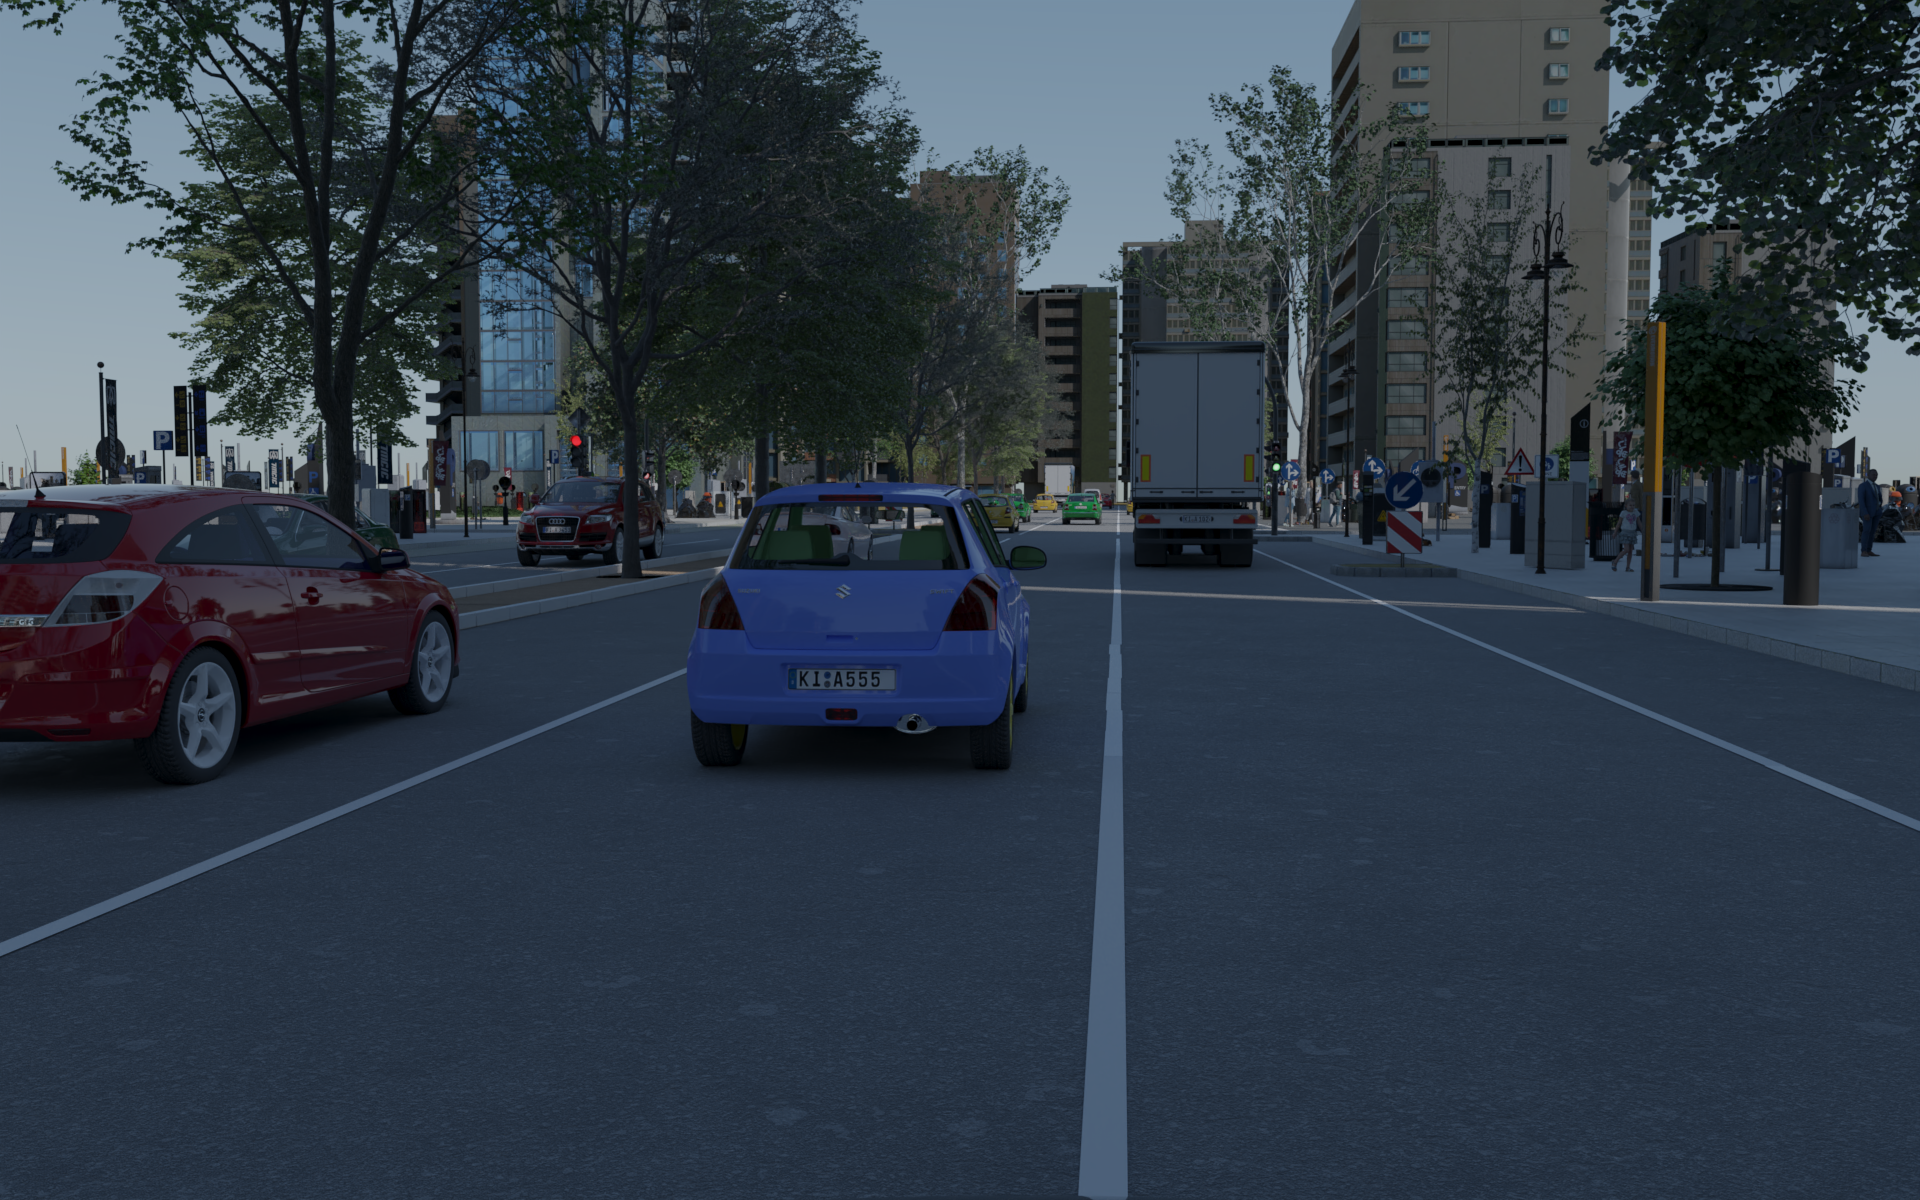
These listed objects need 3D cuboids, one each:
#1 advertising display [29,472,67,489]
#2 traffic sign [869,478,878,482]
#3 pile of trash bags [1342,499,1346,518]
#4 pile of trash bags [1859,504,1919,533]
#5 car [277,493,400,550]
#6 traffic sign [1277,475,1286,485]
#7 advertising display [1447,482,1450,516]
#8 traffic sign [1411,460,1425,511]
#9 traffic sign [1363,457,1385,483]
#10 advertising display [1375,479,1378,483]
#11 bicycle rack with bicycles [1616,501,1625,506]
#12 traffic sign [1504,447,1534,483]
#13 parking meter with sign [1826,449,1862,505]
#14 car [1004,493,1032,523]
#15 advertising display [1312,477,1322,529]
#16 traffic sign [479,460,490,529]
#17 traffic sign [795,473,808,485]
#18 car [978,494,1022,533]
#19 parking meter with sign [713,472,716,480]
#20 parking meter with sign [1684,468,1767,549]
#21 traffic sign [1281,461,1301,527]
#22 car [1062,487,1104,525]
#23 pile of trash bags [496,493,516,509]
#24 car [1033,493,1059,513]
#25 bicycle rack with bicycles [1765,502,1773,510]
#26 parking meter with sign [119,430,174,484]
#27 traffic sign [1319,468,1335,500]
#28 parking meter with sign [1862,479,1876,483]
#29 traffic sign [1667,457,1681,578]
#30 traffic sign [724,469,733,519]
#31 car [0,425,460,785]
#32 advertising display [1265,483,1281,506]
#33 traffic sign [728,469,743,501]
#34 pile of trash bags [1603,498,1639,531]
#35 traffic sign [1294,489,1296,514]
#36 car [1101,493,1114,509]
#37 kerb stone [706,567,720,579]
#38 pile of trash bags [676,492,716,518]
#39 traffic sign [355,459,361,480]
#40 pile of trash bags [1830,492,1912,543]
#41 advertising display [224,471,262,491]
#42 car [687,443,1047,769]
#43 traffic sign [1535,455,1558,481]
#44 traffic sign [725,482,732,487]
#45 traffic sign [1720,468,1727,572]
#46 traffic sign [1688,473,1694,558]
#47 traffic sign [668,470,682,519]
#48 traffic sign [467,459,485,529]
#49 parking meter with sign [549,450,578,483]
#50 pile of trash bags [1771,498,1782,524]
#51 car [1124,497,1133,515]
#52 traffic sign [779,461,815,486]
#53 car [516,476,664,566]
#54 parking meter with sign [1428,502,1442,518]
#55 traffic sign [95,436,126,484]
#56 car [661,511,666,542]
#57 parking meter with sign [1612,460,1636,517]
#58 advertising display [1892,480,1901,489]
[{"bbox_3d":[-26.075,-2.712,49.558,0.974,1.923,0.123,0,4,-5],"label":"advertising display"},{"bbox_3d":[-6.780,-8.238,134.791,0.768,2.556,0.104,1,4,9],"label":"traffic sign"},{"bbox_3d":[19.231,-4.458,82.645,3.447,1.369,1.912,0,4,-7],"label":"pile of trash bags"},{"bbox_3d":[33.771,-3.190,61.910,1.912,1.369,3.447,1,4,13],"label":"pile of trash bags"},{"bbox_3d":[-8.423,-0.563,21.003,2.131,1.459,4.920,0,4,5],"label":"car"},{"bbox_3d":[21.781,-7.188,117.623,0.768,2.556,0.104,0,4,6],"label":"traffic sign"},{"bbox_3d":[25.549,-5.248,91.013,0.123,1.923,0.974,0,4,0],"label":"advertising display"},{"bbox_3d":[17.360,-3.987,65.301,0.768,2.556,0.104,0,4,7],"label":"traffic sign"},{"bbox_3d":[14.412,-3.685,60.360,0.768,2.556,0.104,0,4,7],"label":"traffic sign"},{"bbox_3d":[15.093,-3.547,63.213,0.123,1.923,0.974,2,4,26],"label":"advertising display"},{"bbox_3d":[33.370,-4.370,84.834,2.852,0.926,2.925,-1,4,-14],"label":"bicycle rack with bicycles"},{"bbox_3d":[15.612,-2.955,48.324,0.884,2.594,0.081,0,4,6],"label":"traffic sign"},{"bbox_3d":[34.357,-4.357,67.490,1.738,3.016,0.543,-3,5,-41],"label":"parking meter with sign"},{"bbox_3d":[2.614,-4.813,87.487,1.959,1.807,4.718,0,4,6],"label":"car"},{"bbox_3d":[13.261,-3.615,64.323,0.123,1.923,0.974,2,4,25],"label":"advertising display"},{"bbox_3d":[-17.750,-3.914,64.097,0.768,2.556,0.104,0,4,6],"label":"traffic sign"},{"bbox_3d":[-9.516,-6.345,103.854,0.768,2.556,0.104,1,4,13],"label":"traffic sign"},{"bbox_3d":[1.284,-3.321,64.515,2.015,1.641,3.980,0,4,6],"label":"car"},{"bbox_3d":[-16.194,-7.338,116.239,0.543,3.016,1.738,1,4,16],"label":"parking meter with sign"},{"bbox_3d":[18.065,-2.733,40.941,1.738,3.016,0.543,3,5,45],"label":"parking meter with sign"},{"bbox_3d":[12.860,-4.115,67.388,0.768,2.556,0.104,1,4,11],"label":"traffic sign"},{"bbox_3d":[5.794,-4.473,81.936,1.959,1.807,4.718,0,4,6],"label":"car"},{"bbox_3d":[-35.460,-7.866,138.354,3.447,1.369,1.912,1,4,11],"label":"pile of trash bags"},{"bbox_3d":[6.508,-7.446,131.962,2.015,1.641,3.980,0,4,6],"label":"car"},{"bbox_3d":[37.571,-4.023,79.157,2.925,0.926,2.852,-1,4,-15],"label":"bicycle rack with bicycles"},{"bbox_3d":[-21.896,-3.081,46.636,0.543,3.016,1.738,0,4,7],"label":"parking meter with sign"},{"bbox_3d":[18.241,-5.260,86.111,0.768,2.556,0.104,1,4,10],"label":"traffic sign"},{"bbox_3d":[40.376,-5.015,78.250,1.738,3.016,0.543,-1,4,-21],"label":"parking meter with sign"},{"bbox_3d":[11.001,-1.616,26.536,0.768,2.556,0.104,0,4,7],"label":"traffic sign"},{"bbox_3d":[-11.763,-5.426,88.827,0.768,2.556,0.104,1,4,15],"label":"traffic sign"},{"bbox_3d":[-4.443,-0.065,10.097,2.155,1.783,4.494,0,4,6],"label":"car"},{"bbox_3d":[18.120,-5.821,100.384,0.974,1.923,0.123,-1,4,-14],"label":"advertising display"},{"bbox_3d":[-11.372,-5.357,87.693,0.768,2.556,0.104,1,4,14],"label":"traffic sign"},{"bbox_3d":[23.606,-3.113,60.650,3.447,1.369,1.912,2,4,34],"label":"pile of trash bags"},{"bbox_3d":[21.158,-6.685,109.402,0.768,2.556,0.104,1,4,11],"label":"traffic sign"},{"bbox_3d":[13.761,-9.679,167.286,2.155,1.783,4.494,0,4,4],"label":"car"},{"bbox_3d":[-4.288,-0.440,29.395,0.120,0.150,1.000,0,4,5],"label":"kerb stone"},{"bbox_3d":[-14.007,-5.099,93.125,1.912,1.369,3.447,1,4,8],"label":"pile of trash bags"},{"bbox_3d":[-17.833,-2.978,50.813,0.606,2.300,0.079,1,4,14],"label":"traffic sign"},{"bbox_3d":[24.579,-2.271,46.883,1.912,1.369,3.447,2,4,29],"label":"pile of trash bags"},{"bbox_3d":[-20.037,-2.644,48.435,0.974,1.923,0.123,-2,4,-28],"label":"advertising display"},{"bbox_3d":[-0.459,-0.047,10.361,1.945,1.707,3.694,0,4,4],"label":"car"},{"bbox_3d":[15.213,-2.621,44.986,0.606,2.300,0.079,1,4,9],"label":"traffic sign"},{"bbox_3d":[-13.235,-5.982,99.936,0.606,2.300,0.079,0,4,6],"label":"traffic sign"},{"bbox_3d":[12.525,-1.730,28.391,0.768,2.556,0.104,1,4,14],"label":"traffic sign"},{"bbox_3d":[14.587,-2.106,34.542,0.768,2.556,0.104,1,4,10],"label":"traffic sign"},{"bbox_3d":[-14.919,-5.537,90.635,0.768,2.556,0.104,0,4,7],"label":"traffic sign"},{"bbox_3d":[-17.655,-3.853,63.110,0.768,2.556,0.104,1,4,15],"label":"traffic sign"},{"bbox_3d":[-15.210,-4.383,67.918,1.738,3.016,0.543,1,4,22],"label":"parking meter with sign"},{"bbox_3d":[35.997,-3.942,74.205,1.912,1.369,3.447,0,4,4],"label":"pile of trash bags"},{"bbox_3d":[12.237,-6.615,118.374,2.015,1.641,3.980,0,4,5],"label":"car"},{"bbox_3d":[-9.980,-6.862,106.067,2.265,3.308,0.079,1,4,13],"label":"traffic sign"},{"bbox_3d":[-7.629,-1.678,36.108,2.281,1.827,5.304,0,4,4],"label":"car"},{"bbox_3d":[25.470,-5.927,93.172,0.543,3.016,1.738,-2,4,-34],"label":"parking meter with sign"},{"bbox_3d":[-18.586,-2.311,37.888,0.768,2.556,0.104,1,4,14],"label":"traffic sign"},{"bbox_3d":[-9.356,-2.169,47.465,2.014,1.417,4.499,0,4,6],"label":"car"},{"bbox_3d":[33.612,-5.655,88.722,0.543,3.016,1.738,-3,5,-45],"label":"parking meter with sign"},{"bbox_3d":[42.348,-4.474,78.366,0.123,1.923,0.974,1,4,16],"label":"advertising display"}]
